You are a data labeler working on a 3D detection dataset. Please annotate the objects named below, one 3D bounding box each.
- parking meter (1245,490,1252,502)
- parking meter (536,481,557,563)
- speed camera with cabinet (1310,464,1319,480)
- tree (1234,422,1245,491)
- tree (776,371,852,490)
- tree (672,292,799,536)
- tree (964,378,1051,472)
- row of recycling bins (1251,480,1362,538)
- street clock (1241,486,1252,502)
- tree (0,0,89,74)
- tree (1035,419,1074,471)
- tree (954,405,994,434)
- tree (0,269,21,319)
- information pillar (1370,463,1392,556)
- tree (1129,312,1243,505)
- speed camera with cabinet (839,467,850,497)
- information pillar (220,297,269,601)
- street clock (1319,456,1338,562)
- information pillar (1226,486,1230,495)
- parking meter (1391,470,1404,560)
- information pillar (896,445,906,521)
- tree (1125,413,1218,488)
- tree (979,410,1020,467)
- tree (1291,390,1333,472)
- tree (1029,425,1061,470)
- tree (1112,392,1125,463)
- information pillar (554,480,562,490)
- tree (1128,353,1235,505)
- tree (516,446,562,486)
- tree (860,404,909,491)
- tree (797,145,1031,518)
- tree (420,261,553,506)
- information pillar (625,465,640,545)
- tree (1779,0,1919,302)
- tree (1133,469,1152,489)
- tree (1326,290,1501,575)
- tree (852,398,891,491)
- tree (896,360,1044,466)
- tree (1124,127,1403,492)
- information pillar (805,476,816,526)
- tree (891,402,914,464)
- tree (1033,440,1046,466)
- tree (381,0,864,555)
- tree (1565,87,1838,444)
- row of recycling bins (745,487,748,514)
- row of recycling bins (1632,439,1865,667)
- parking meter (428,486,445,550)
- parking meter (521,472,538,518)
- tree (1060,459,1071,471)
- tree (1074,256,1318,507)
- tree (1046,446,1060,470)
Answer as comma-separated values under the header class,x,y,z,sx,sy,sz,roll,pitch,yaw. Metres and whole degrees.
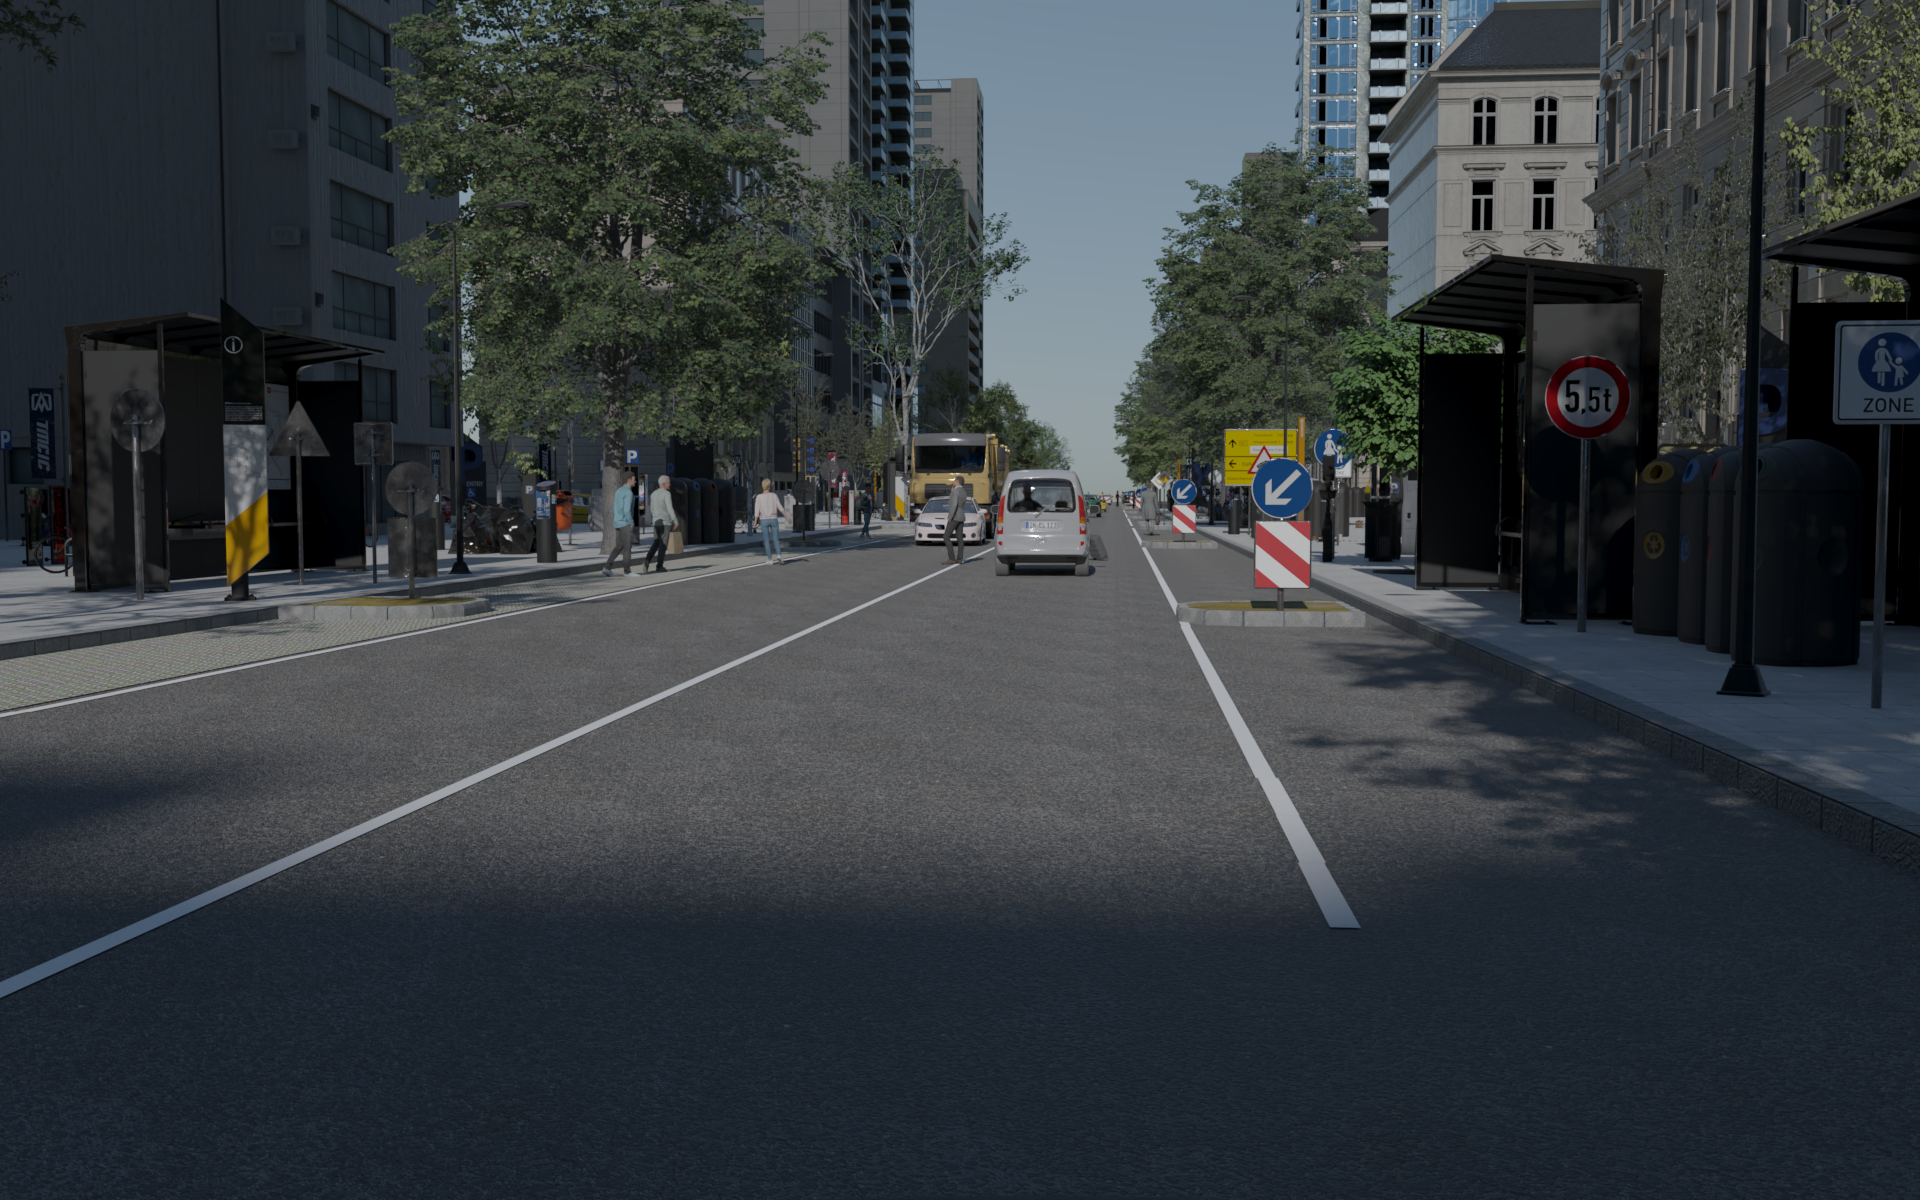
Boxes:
class,x,y,z,sx,sy,sz,roll,pitch,yaw
parking meter,15.080,-5.014,90.393,0.372,1.533,0.369,0,3,0
parking meter,-7.706,-1.460,32.280,0.372,1.533,0.369,0,3,0
speed camera with cabinet,19.628,-6.459,99.947,2.038,3.252,0.660,-1,4,-9
tree,23.776,-12.112,148.392,4.737,8.622,4.395,0,3,0
tree,-8.896,-9.418,104.340,4.360,8.622,3.978,0,3,0
tree,-6.557,-6.259,52.699,4.737,8.622,4.395,0,3,0
tree,3.892,-15.561,171.434,9.611,12.733,9.660,0,3,0
row of recycling bins,10.157,-2.705,51.342,3.534,1.692,1.069,-2,4,-31
street clock,15.682,-5.555,95.390,0.358,2.002,0.471,3,5,39
tree,-10.400,-4.756,12.181,8.767,10.594,7.601,1,4,8
tree,13.730,-22.745,282.249,12.009,13.543,11.850,0,3,0
tree,0.994,-11.449,137.548,4.737,8.622,4.395,0,3,0
tree,-22.098,-5.221,35.729,4.360,8.622,3.978,0,3,0
information pillar,8.127,-1.772,33.472,0.304,2.012,0.304,-1,4,-14
tree,14.233,-11.538,106.769,7.486,12.596,7.792,0,3,0
speed camera with cabinet,-8.312,-8.261,129.407,0.660,3.252,2.038,2,4,24
information pillar,-8.585,-1.799,20.768,0.504,3.616,0.183,-1,4,-15
street clock,6.946,-1.720,32.689,0.358,2.002,0.471,1,4,13
information pillar,18.577,-7.906,120.622,0.183,3.616,0.504,-3,5,-45
parking meter,8.457,-1.726,33.930,0.399,1.863,0.255,0,4,-4
information pillar,-2.846,-5.593,82.795,0.504,3.616,0.183,2,4,29
tree,19.791,-14.060,164.288,8.767,10.594,7.601,3,5,39
tree,2.841,-12.025,146.976,4.360,8.622,3.978,0,3,0
tree,22.739,-9.989,113.679,4.360,8.622,3.978,0,3,0
tree,10.908,-19.932,251.636,9.928,11.665,9.643,0,3,0
tree,21.022,-17.088,186.043,9.857,13.997,8.962,0,3,0
information pillar,-21.017,-5.267,90.604,0.304,2.012,0.304,2,4,29
tree,14.933,-11.592,115.287,9.928,11.665,9.643,0,3,0
tree,-17.183,-4.615,70.057,1.663,3.219,1.824,0,3,0
tree,-6.274,-11.688,141.469,4.737,8.622,4.395,0,3,0
tree,-1.651,-14.454,92.216,12.611,20.169,13.585,0,3,0
tree,-13.919,-6.209,51.873,4.737,8.622,4.395,0,3,0
information pillar,-8.355,-2.417,44.018,0.304,2.012,0.304,3,5,42
tree,12.497,-4.402,22.334,4.737,8.622,4.395,0,3,0
tree,27.841,-18.700,256.101,4.737,8.622,4.395,0,3,0
tree,7.401,-2.705,27.942,4.285,4.588,4.351,0,3,0
tree,-7.558,-10.700,125.303,4.360,8.622,3.978,0,3,0
tree,0.012,-11.376,120.412,8.767,10.594,7.601,-3,5,-40
tree,10.836,-9.495,61.902,9.857,13.997,8.962,0,3,0
information pillar,-6.042,-4.016,70.155,0.304,2.012,0.304,3,5,43
tree,-5.223,-11.065,131.280,4.360,8.622,3.978,0,3,0
tree,7.718,-15.922,210.681,4.360,8.622,3.978,0,3,0
tree,-7.208,-7.936,36.416,9.857,13.997,8.962,0,3,0
tree,13.410,-4.942,31.162,4.360,8.622,3.978,0,3,0
row of recycling bins,-11.364,-5.041,89.532,1.069,1.692,3.534,-1,4,-9
row of recycling bins,6.544,-0.452,14.506,1.069,1.692,3.534,0,4,6
parking meter,-12.001,-1.912,39.675,0.372,1.533,0.369,0,3,0
parking meter,-11.386,-2.456,45.872,0.399,1.863,0.255,0,4,0
tree,16.323,-23.071,311.628,8.767,10.594,7.601,1,4,22
tree,13.136,-10.710,85.472,12.009,13.543,11.850,0,3,0
tree,5.807,-15.785,192.495,7.601,10.594,8.767,-1,4,-16
